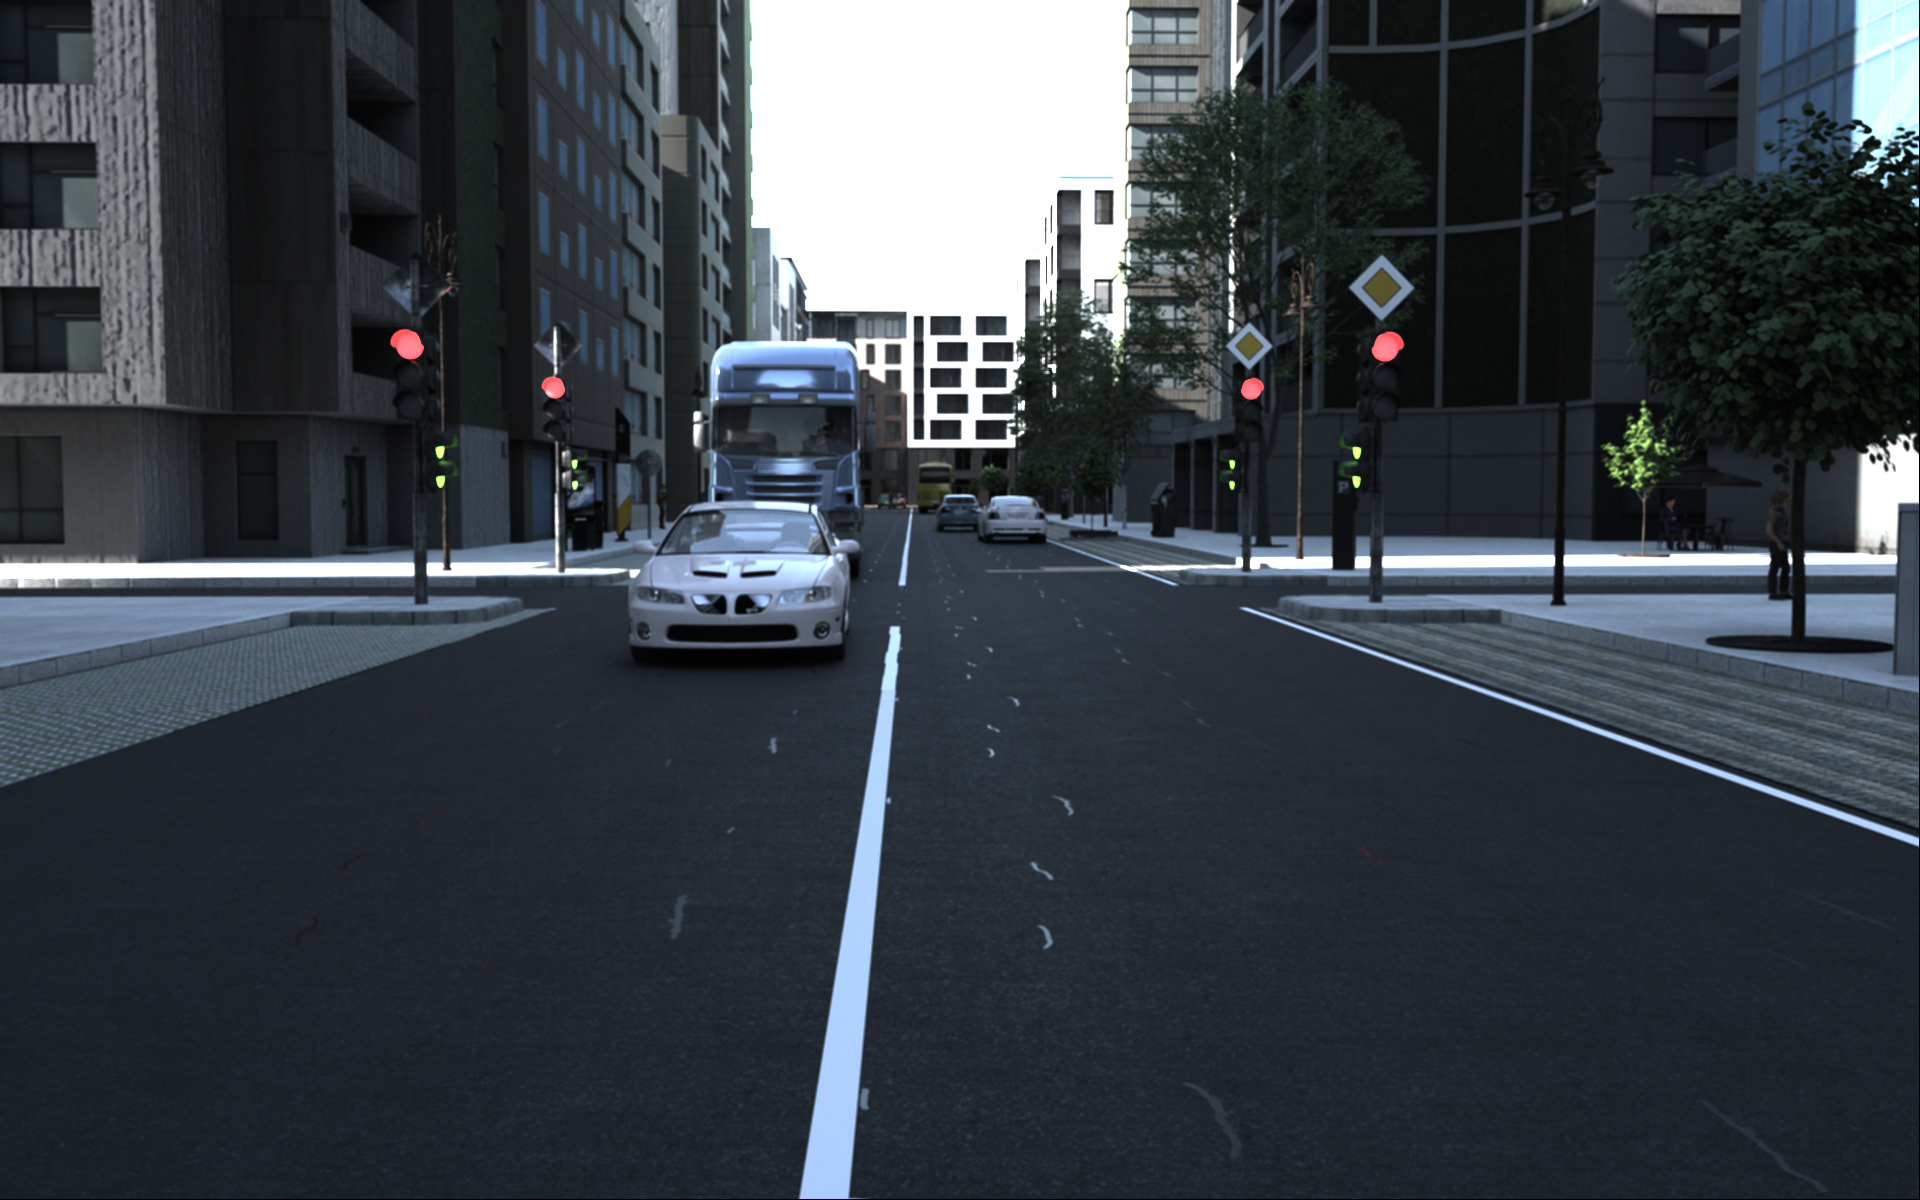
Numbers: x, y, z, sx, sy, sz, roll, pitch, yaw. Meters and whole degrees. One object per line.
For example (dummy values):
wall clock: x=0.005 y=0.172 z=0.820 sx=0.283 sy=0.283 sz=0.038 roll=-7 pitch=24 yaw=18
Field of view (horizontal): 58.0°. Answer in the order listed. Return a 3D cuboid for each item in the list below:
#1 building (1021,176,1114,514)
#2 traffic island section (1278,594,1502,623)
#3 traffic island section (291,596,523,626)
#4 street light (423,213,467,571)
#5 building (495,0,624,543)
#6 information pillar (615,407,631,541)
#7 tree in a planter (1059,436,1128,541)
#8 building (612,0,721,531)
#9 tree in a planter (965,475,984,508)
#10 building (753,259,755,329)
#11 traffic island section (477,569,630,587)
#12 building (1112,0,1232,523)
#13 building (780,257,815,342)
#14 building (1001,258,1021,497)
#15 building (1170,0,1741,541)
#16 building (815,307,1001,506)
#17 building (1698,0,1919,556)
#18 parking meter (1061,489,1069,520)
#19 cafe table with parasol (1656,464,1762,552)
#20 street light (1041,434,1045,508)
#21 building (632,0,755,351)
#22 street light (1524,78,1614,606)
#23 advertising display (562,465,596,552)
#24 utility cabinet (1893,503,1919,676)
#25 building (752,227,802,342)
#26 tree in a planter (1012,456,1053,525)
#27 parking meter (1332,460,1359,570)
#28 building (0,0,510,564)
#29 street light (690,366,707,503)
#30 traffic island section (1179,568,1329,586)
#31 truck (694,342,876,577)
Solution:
building: x=19.726 y=-17.379 z=128.122 sx=27.936 sy=21.610 sz=32.646 roll=0 pitch=4 yaw=-2
traffic island section: x=4.948 y=0.108 z=20.519 sx=2.009 sy=0.180 sz=2.903 roll=0 pitch=4 yaw=-2
traffic island section: x=-6.310 y=0.126 z=20.224 sx=2.009 sy=0.180 sz=2.903 roll=0 pitch=4 yaw=-2
street light: x=-8.591 y=-3.427 z=28.827 sx=0.468 sy=5.910 sz=1.993 roll=0 pitch=4 yaw=-2
building: x=-18.119 y=-24.486 z=50.460 sx=14.600 sy=45.320 sz=14.200 roll=0 pitch=4 yaw=-2
information pillar: x=-9.149 y=-3.404 z=47.017 sx=0.183 sy=3.616 sz=0.504 roll=2 pitch=4 yaw=33
tree in a planter: x=4.068 y=-3.425 z=53.225 sx=1.991 sy=3.239 sz=1.994 roll=0 pitch=4 yaw=-2
building: x=-25.624 y=-13.972 z=73.478 sx=27.650 sy=21.520 sz=28.899 roll=0 pitch=4 yaw=-2
tree in a planter: x=1.275 y=-9.818 z=157.741 sx=1.991 sy=3.239 sz=1.994 roll=0 pitch=4 yaw=-2
building: x=-20.847 y=-15.434 z=108.771 sx=16.016 sy=20.091 sz=11.380 roll=0 pitch=4 yaw=-2
traffic island section: x=-6.523 y=-0.362 z=28.206 sx=2.009 sy=0.180 sz=2.903 roll=0 pitch=4 yaw=-2
building: x=14.249 y=-24.450 z=83.349 sx=14.154 sy=41.232 sz=14.086 roll=0 pitch=4 yaw=-2
building: x=-31.139 y=-19.505 z=162.889 sx=32.646 sy=21.610 sz=27.936 roll=0 pitch=4 yaw=-2
building: x=18.887 y=-19.386 z=160.937 sx=27.936 sy=21.610 sz=32.646 roll=0 pitch=4 yaw=-2
building: x=18.667 y=-37.734 z=55.196 sx=20.563 sy=71.187 sz=20.611 roll=0 pitch=4 yaw=-2
building: x=-8.307 y=-21.982 z=203.374 sx=32.646 sy=21.610 sz=27.936 roll=0 pitch=4 yaw=-2
building: x=26.024 y=-23.614 z=36.194 sx=14.200 sy=45.320 sz=14.600 roll=0 pitch=4 yaw=-2
parking meter: x=5.298 y=-4.835 z=87.466 sx=0.372 sy=1.533 sz=0.369 roll=0 pitch=3 yaw=0
cafe table with parasol: x=16.598 y=-2.089 z=39.021 sx=2.610 sy=1.966 sz=2.610 roll=2 pitch=4 yaw=30
street light: x=4.853 y=-7.930 z=102.446 sx=0.468 sy=5.910 sz=1.993 roll=0 pitch=4 yaw=-2
building: x=-18.952 y=-25.144 z=94.704 sx=14.154 sy=41.232 sz=14.086 roll=0 pitch=4 yaw=-2
street light: x=6.914 y=-2.877 z=19.833 sx=0.468 sy=5.910 sz=1.993 roll=0 pitch=4 yaw=-2
advertising display: x=-8.575 y=-2.066 z=38.985 sx=0.123 sy=1.923 sz=0.974 roll=2 pitch=4 yaw=31
utility cabinet: x=7.117 y=-0.056 z=12.078 sx=1.020 sy=1.237 sz=0.306 roll=2 pitch=4 yaw=35
building: x=-21.304 y=-16.145 z=130.426 sx=16.747 sy=18.905 sz=31.486 roll=0 pitch=4 yaw=-2
tree in a planter: x=3.333 y=-5.131 z=81.121 sx=1.991 sy=3.239 sz=1.994 roll=0 pitch=4 yaw=-2
parking meter: x=6.524 y=-1.443 z=29.307 sx=0.399 sy=1.863 sz=0.255 roll=2 pitch=4 yaw=24
building: x=-18.452 y=-16.212 z=36.772 sx=14.160 sy=30.474 sz=14.107 roll=0 pitch=4 yaw=-2
street light: x=-9.441 y=-5.495 z=62.638 sx=0.468 sy=5.910 sz=1.993 roll=0 pitch=4 yaw=-2
traffic island section: x=4.735 y=-0.380 z=28.501 sx=2.009 sy=0.180 sz=2.903 roll=0 pitch=4 yaw=-2
truck: x=-3.338 y=-2.861 z=36.534 sx=2.967 sy=4.110 sz=18.799 roll=0 pitch=4 yaw=-3
